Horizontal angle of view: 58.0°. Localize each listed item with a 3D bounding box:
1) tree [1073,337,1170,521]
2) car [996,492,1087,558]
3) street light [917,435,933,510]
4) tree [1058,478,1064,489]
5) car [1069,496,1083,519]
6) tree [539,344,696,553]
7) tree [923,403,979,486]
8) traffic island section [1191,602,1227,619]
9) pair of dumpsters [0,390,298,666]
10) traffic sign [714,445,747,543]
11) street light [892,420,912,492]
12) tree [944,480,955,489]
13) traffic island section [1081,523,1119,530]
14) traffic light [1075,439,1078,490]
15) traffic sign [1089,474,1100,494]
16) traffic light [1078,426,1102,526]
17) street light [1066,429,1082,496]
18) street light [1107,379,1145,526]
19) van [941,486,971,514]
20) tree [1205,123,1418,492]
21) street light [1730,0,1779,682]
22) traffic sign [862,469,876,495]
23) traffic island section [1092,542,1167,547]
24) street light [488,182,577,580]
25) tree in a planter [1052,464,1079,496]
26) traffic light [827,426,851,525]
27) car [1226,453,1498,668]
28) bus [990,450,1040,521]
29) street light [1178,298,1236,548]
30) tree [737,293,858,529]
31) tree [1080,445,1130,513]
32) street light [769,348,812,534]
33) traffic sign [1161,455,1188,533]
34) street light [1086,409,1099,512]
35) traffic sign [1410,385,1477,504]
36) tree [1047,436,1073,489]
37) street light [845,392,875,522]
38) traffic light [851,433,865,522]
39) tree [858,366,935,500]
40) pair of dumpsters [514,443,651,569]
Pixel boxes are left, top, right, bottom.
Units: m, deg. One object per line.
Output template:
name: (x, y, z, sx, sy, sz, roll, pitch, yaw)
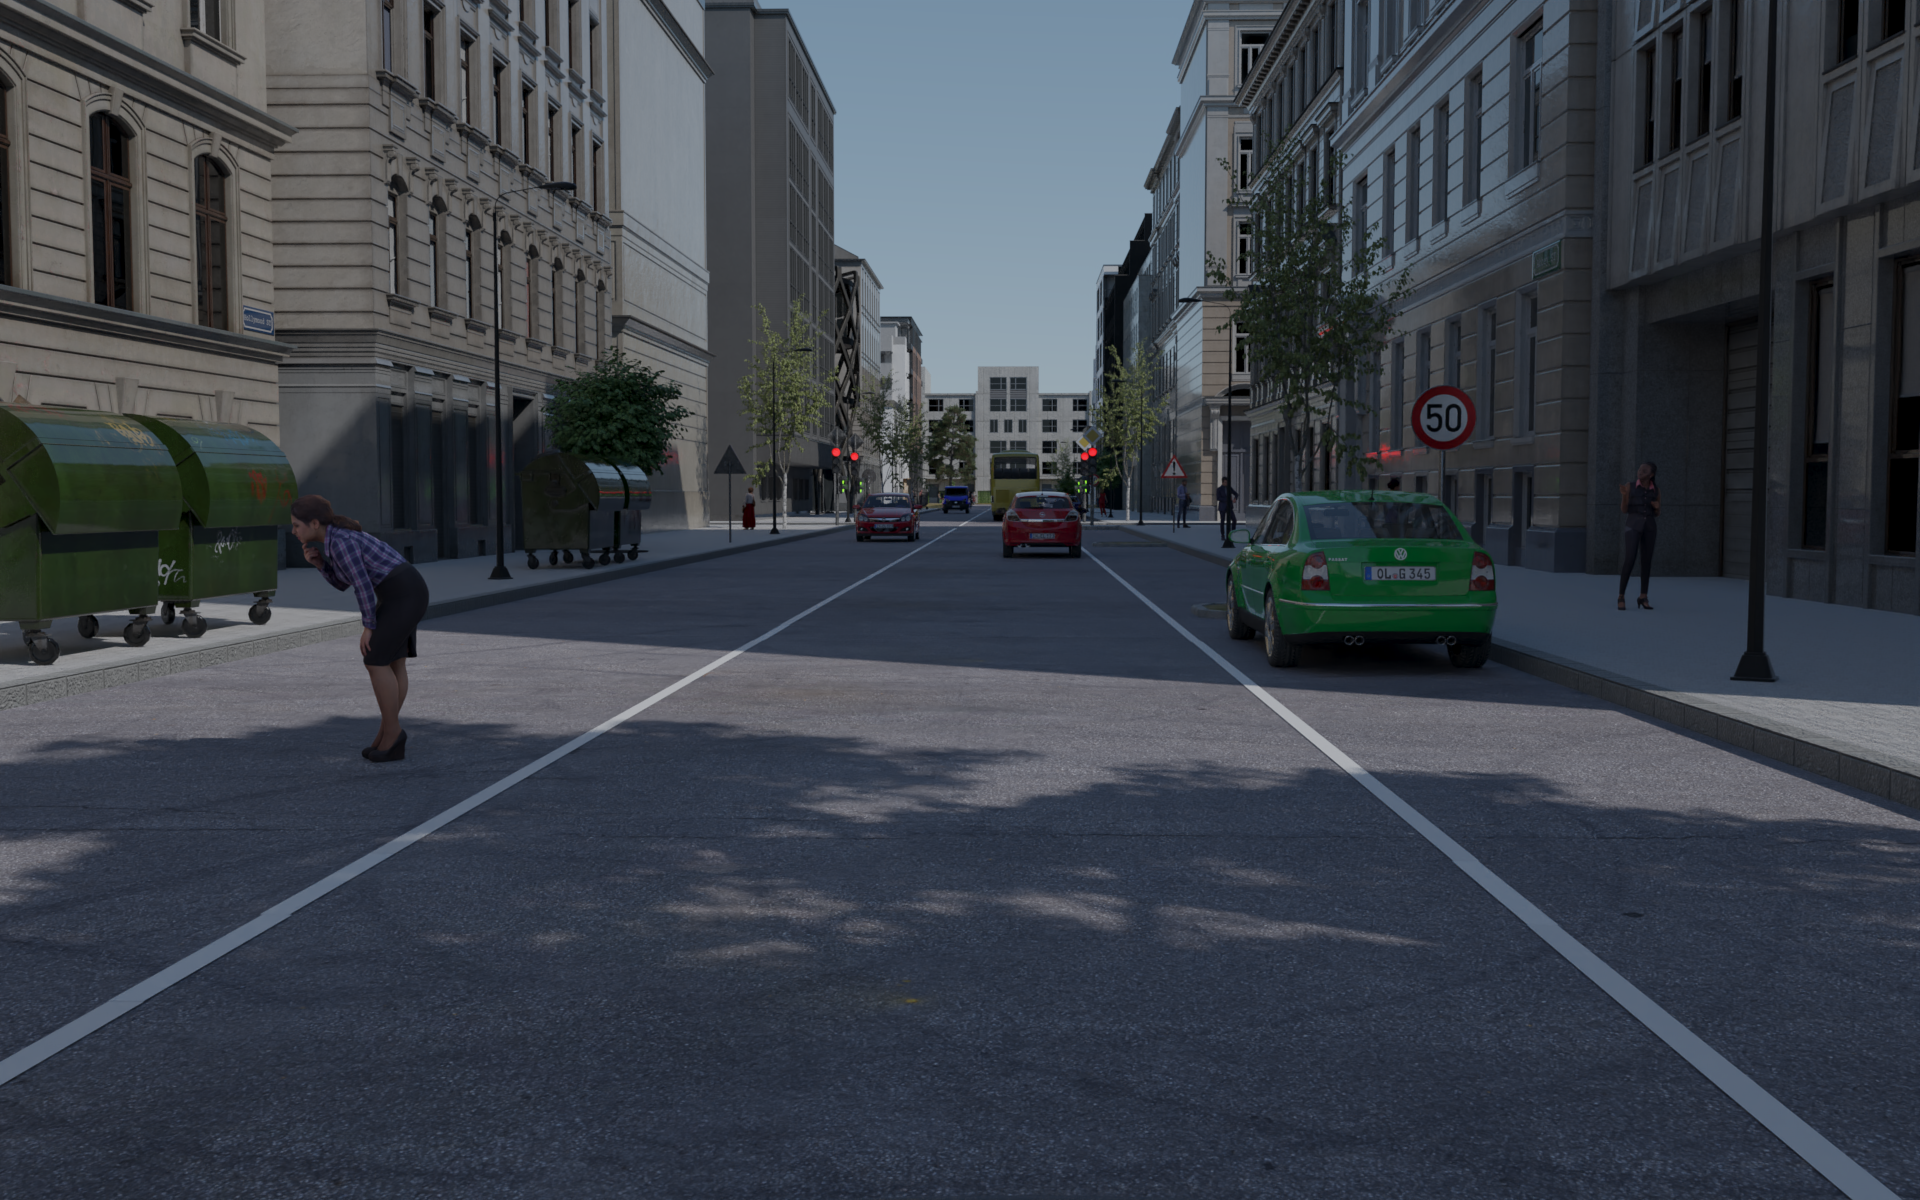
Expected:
tree: (7.945, -8.054, 82.042, 4.737, 8.622, 4.395, 0, 3, 0)
car: (1.903, -1.915, 40.354, 2.155, 1.783, 4.494, 0, 4, 2)
street light: (-2.857, -10.082, 137.379, 1.470, 5.913, 1.316, 0, 4, 2)
tree: (12.221, -12.774, 203.451, 1.663, 3.219, 1.824, 0, 3, 0)
car: (6.119, -5.310, 99.394, 1.945, 1.354, 3.894, 0, 4, 1)
tree: (-7.524, -3.328, 38.120, 4.285, 4.588, 4.351, 0, 3, 0)
tree: (-1.107, -17.380, 206.214, 6.751, 12.117, 7.091, 0, 3, 0)
traffic island section: (3.784, 0.137, 20.627, 1.991, 0.108, 1.994, 0, 4, 2)
pair of dumpsters: (-7.325, -0.759, 14.901, 1.574, 2.255, 4.436, 0, 4, 2)
traffic sign: (-6.064, -2.792, 45.656, 0.884, 2.594, 0.081, 0, 4, 8)
street light: (-3.660, -8.292, 108.121, 1.470, 5.913, 1.316, 0, 4, 2)
tree: (-0.893, -13.475, 214.916, 1.663, 3.219, 1.824, 0, 3, 0)
traffic island section: (5.394, -2.949, 70.497, 2.009, 0.180, 2.903, 0, 4, 2)
traffic light: (5.612, -5.451, 78.367, 0.839, 4.213, 0.868, 0, 4, 2)
traffic sign: (8.438, -6.684, 109.383, 0.768, 2.556, 0.104, 1, 4, 9)
traffic light: (5.354, -4.963, 70.386, 0.839, 4.213, 0.868, 0, 4, 2)
street light: (8.525, -9.225, 123.363, 1.470, 5.913, 1.316, 0, 4, 2)
street light: (6.822, -5.981, 70.324, 1.470, 5.913, 1.316, 0, 4, 2)
van: (-0.244, -7.586, 128.423, 2.240, 2.365, 5.245, 0, 4, 1)
tree: (6.851, -5.151, 34.574, 4.737, 8.622, 4.395, 0, 3, 0)
street light: (4.952, -2.402, 11.816, 1.470, 5.913, 1.316, 0, 4, 2)
traffic sign: (-4.653, -5.396, 88.328, 0.768, 2.556, 0.104, 1, 4, 11)
traffic island section: (4.660, -1.535, 47.961, 1.991, 0.108, 1.994, 0, 4, 2)
street light: (-6.391, -3.265, 25.917, 1.470, 5.913, 1.316, 0, 4, 2)
tree in a planter: (6.438, -6.472, 103.035, 1.991, 3.239, 1.994, 0, 4, 2)
traffic light: (-5.002, -4.982, 70.704, 0.839, 4.213, 0.868, 0, 4, 2)
car: (3.489, -0.420, 15.669, 1.959, 1.807, 4.718, 0, 4, 2)
bus: (3.046, -6.357, 95.491, 2.896, 3.916, 12.252, 0, 4, 2)
street light: (5.849, -4.191, 41.072, 1.470, 5.913, 1.316, 0, 4, 2)
tree: (-6.519, -6.969, 64.297, 4.737, 8.622, 4.395, 0, 3, 0)
tree: (9.824, -8.181, 117.470, 4.285, 4.588, 4.351, 0, 3, 0)
street light: (-5.385, -5.054, 55.169, 1.470, 5.913, 1.316, 0, 4, 2)
traffic sign: (7.085, -3.506, 57.326, 0.884, 2.594, 0.081, 1, 4, 9)
street light: (7.651, -7.427, 93.968, 1.470, 5.913, 1.316, 0, 4, 2)
traffic sign: (5.648, -1.236, 20.314, 0.768, 2.556, 0.104, 0, 4, 2)
tree: (13.094, -16.557, 221.071, 4.737, 8.622, 4.395, 0, 3, 0)
street light: (-4.545, -6.485, 78.568, 1.470, 5.913, 1.316, 0, 4, 2)
traffic light: (-4.744, -5.470, 78.685, 0.839, 4.213, 0.868, 0, 4, 2)
tree: (-4.270, -9.156, 100.057, 4.737, 8.622, 4.395, 0, 3, 0)
pair of dumpsters: (-6.799, -1.770, 31.426, 1.574, 2.255, 4.436, 0, 4, 2)
